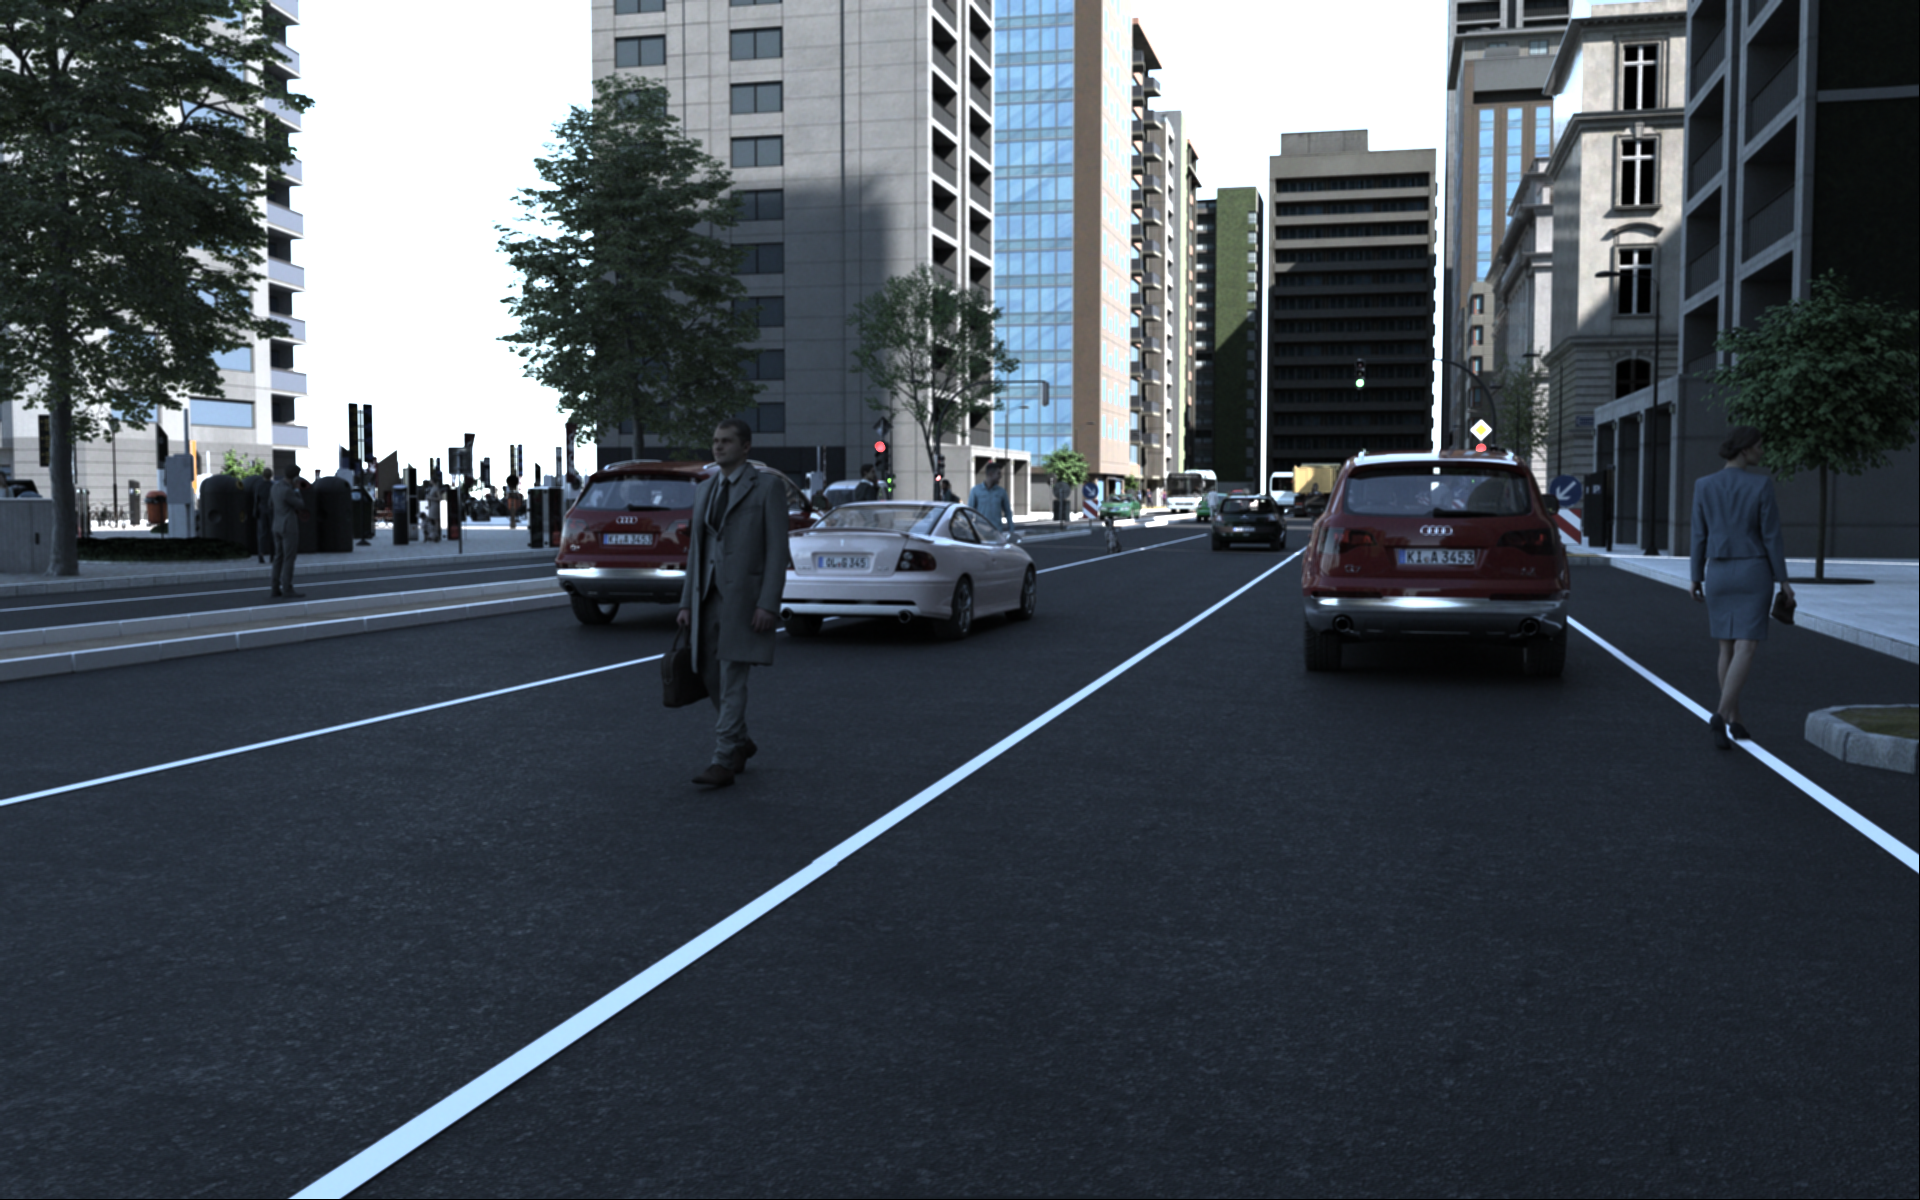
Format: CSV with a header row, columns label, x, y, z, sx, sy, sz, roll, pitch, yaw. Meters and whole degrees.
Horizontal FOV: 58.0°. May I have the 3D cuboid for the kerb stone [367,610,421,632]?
label,x,y,z,sx,sy,sz,roll,pitch,yaw
kerb stone,-6.081,0.233,18.414,0.120,0.150,1.000,1,4,14

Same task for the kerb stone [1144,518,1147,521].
label,x,y,z,sx,sy,sz,roll,pitch,yaw
kerb stone,9.488,-4.154,90.106,0.120,0.150,1.000,1,4,14

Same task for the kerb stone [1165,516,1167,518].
label,x,y,z,sx,sy,sz,roll,pitch,yaw
kerb stone,11.457,-4.642,98.084,0.120,0.150,1.000,1,4,14

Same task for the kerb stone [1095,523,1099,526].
label,x,y,z,sx,sy,sz,roll,pitch,yaw
kerb stone,5.787,-3.240,75.170,0.120,0.150,1.000,1,4,14

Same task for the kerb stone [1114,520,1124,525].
label,x,y,z,sx,sy,sz,roll,pitch,yaw
kerb stone,7.519,-3.666,82.142,0.120,0.150,1.000,1,4,14

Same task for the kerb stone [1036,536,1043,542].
label,x,y,z,sx,sy,sz,roll,pitch,yaw
kerb stone,2.269,-1.835,52.209,0.120,0.150,1.000,1,4,14

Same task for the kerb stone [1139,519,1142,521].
label,x,y,z,sx,sy,sz,roll,pitch,yaw
kerb stone,8.990,-4.032,88.123,0.120,0.150,1.000,1,4,14

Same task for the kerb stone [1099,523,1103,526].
label,x,y,z,sx,sy,sz,roll,pitch,yaw
kerb stone,6.042,-3.301,76.160,0.120,0.150,1.000,1,4,14

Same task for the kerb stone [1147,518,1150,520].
label,x,y,z,sx,sy,sz,roll,pitch,yaw
kerb stone,9.724,-4.212,91.101,0.120,0.150,1.000,1,4,14

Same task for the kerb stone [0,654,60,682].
label,x,y,z,sx,sy,sz,roll,pitch,yaw
kerb stone,-7.309,0.536,13.434,0.120,0.150,1.000,1,4,14

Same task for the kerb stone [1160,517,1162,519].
label,x,y,z,sx,sy,sz,roll,pitch,yaw
kerb stone,10.959,-4.518,96.089,0.120,0.150,1.000,1,4,14

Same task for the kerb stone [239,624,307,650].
label,x,y,z,sx,sy,sz,roll,pitch,yaw
kerb stone,-6.567,0.353,16.416,0.120,0.150,1.000,1,4,14

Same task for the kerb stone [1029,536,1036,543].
label,x,y,z,sx,sy,sz,roll,pitch,yaw
kerb stone,2.029,-1.772,51.216,0.120,0.150,1.000,1,4,14

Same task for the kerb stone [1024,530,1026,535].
label,x,y,z,sx,sy,sz,roll,pitch,yaw
kerb stone,2.209,-2.355,60.697,0.120,0.150,1.000,1,4,14

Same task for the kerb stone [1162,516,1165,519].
label,x,y,z,sx,sy,sz,roll,pitch,yaw
kerb stone,11.204,-4.580,97.082,0.120,0.150,1.000,1,4,14

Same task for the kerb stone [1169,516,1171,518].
label,x,y,z,sx,sy,sz,roll,pitch,yaw
kerb stone,11.949,-4.763,100.075,0.120,0.150,1.000,1,4,14

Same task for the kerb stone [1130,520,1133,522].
label,x,y,z,sx,sy,sz,roll,pitch,yaw
kerb stone,8.251,-3.849,85.133,0.120,0.150,1.000,1,4,14

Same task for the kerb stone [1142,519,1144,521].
label,x,y,z,sx,sy,sz,roll,pitch,yaw
kerb stone,9.232,-4.093,89.116,0.120,0.150,1.000,1,4,14

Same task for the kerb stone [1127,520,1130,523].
label,x,y,z,sx,sy,sz,roll,pitch,yaw
kerb stone,8.009,-3.788,84.140,0.120,0.150,1.000,1,4,14

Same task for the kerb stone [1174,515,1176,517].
label,x,y,z,sx,sy,sz,roll,pitch,yaw
kerb stone,12.442,-4.885,102.065,0.120,0.150,1.000,1,4,14

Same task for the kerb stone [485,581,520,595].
label,x,y,z,sx,sy,sz,roll,pitch,yaw
kerb stone,-6.648,-0.163,24.867,0.120,0.150,1.000,1,4,14

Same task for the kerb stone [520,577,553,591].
label,x,y,z,sx,sy,sz,roll,pitch,yaw
kerb stone,-6.400,-0.222,25.858,0.120,0.150,1.000,1,4,14

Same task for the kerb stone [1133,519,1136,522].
label,x,y,z,sx,sy,sz,roll,pitch,yaw
kerb stone,8.506,-3.910,86.130,0.120,0.150,1.000,1,4,14

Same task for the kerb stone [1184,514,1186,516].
label,x,y,z,sx,sy,sz,roll,pitch,yaw
kerb stone,13.665,-5.183,107.040,0.120,0.150,1.000,1,4,14

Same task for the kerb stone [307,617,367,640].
label,x,y,z,sx,sy,sz,roll,pitch,yaw
kerb stone,-6.330,0.293,17.412,0.120,0.150,1.000,1,4,14

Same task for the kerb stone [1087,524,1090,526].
label,x,y,z,sx,sy,sz,roll,pitch,yaw
kerb stone,5.300,-3.118,73.180,0.120,0.150,1.000,1,4,14

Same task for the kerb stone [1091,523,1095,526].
label,x,y,z,sx,sy,sz,roll,pitch,yaw
kerb stone,5.539,-3.174,74.174,0.120,0.150,1.000,1,4,14

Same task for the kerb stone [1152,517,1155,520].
label,x,y,z,sx,sy,sz,roll,pitch,yaw
kerb stone,10.224,-4.337,93.107,0.120,0.150,1.000,1,4,14

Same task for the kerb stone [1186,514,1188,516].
label,x,y,z,sx,sy,sz,roll,pitch,yaw
kerb stone,13.919,-5.250,108.030,0.120,0.150,1.000,1,4,14

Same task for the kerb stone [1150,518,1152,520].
label,x,y,z,sx,sy,sz,roll,pitch,yaw
kerb stone,9.974,-4.275,92.107,0.120,0.150,1.000,1,4,14

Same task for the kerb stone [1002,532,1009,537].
label,x,y,z,sx,sy,sz,roll,pitch,yaw
kerb stone,1.467,-2.167,57.705,0.120,0.150,1.000,1,4,14

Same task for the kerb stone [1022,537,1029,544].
label,x,y,z,sx,sy,sz,roll,pitch,yaw
kerb stone,1.782,-1.713,50.219,0.120,0.150,1.000,1,4,14

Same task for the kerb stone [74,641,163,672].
label,x,y,z,sx,sy,sz,roll,pitch,yaw
kerb stone,-7.058,0.475,14.424,0.120,0.150,1.000,1,4,14

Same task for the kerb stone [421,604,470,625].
label,x,y,z,sx,sy,sz,roll,pitch,yaw
kerb stone,-5.837,0.172,19.406,0.120,0.150,1.000,1,4,14

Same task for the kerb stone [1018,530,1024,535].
label,x,y,z,sx,sy,sz,roll,pitch,yaw
kerb stone,1.961,-2.294,59.698,0.120,0.150,1.000,1,4,14

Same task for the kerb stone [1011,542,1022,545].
label,x,y,z,sx,sy,sz,roll,pitch,yaw
kerb stone,1.534,-1.653,49.227,0.120,0.150,1.000,1,4,14

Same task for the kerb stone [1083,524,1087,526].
label,x,y,z,sx,sy,sz,roll,pitch,yaw
kerb stone,5.051,-3.053,72.184,0.120,0.150,1.000,1,4,14

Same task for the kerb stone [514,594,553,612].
label,x,y,z,sx,sy,sz,roll,pitch,yaw
kerb stone,-5.343,0.049,21.390,0.120,0.150,1.000,1,4,14

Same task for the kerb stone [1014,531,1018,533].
label,x,y,z,sx,sy,sz,roll,pitch,yaw
kerb stone,1.714,-2.229,58.699,0.120,0.150,1.000,1,4,14

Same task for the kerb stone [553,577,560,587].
label,x,y,z,sx,sy,sz,roll,pitch,yaw
kerb stone,-6.159,-0.285,26.854,0.120,0.150,1.000,1,4,14

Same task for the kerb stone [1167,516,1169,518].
label,x,y,z,sx,sy,sz,roll,pitch,yaw
kerb stone,11.706,-4.700,99.078,0.120,0.150,1.000,1,4,14

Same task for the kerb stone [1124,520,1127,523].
label,x,y,z,sx,sy,sz,roll,pitch,yaw
kerb stone,7.768,-3.727,83.136,0.120,0.150,1.000,1,4,14

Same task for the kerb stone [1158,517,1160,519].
label,x,y,z,sx,sy,sz,roll,pitch,yaw
kerb stone,10.715,-4.459,95.095,0.120,0.150,1.000,1,4,14

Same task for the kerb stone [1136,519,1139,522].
label,x,y,z,sx,sy,sz,roll,pitch,yaw
kerb stone,8.741,-3.971,87.125,0.120,0.150,1.000,1,4,14

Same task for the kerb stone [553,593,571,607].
label,x,y,z,sx,sy,sz,roll,pitch,yaw
kerb stone,-5.099,-0.011,22.383,0.120,0.150,1.000,1,4,14

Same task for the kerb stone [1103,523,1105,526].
label,x,y,z,sx,sy,sz,roll,pitch,yaw
kerb stone,6.282,-3.356,77.167,0.120,0.150,1.000,1,4,14

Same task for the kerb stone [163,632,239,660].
label,x,y,z,sx,sy,sz,roll,pitch,yaw
kerb stone,-6.820,0.415,15.418,0.120,0.150,1.000,1,4,14

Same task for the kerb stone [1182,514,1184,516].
label,x,y,z,sx,sy,sz,roll,pitch,yaw
kerb stone,13.421,-5.126,106.047,0.120,0.150,1.000,1,4,14

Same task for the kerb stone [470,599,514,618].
label,x,y,z,sx,sy,sz,roll,pitch,yaw
kerb stone,-5.588,0.110,20.397,0.120,0.150,1.000,1,4,14

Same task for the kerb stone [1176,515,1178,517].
label,x,y,z,sx,sy,sz,roll,pitch,yaw
kerb stone,12.686,-4.946,103.058,0.120,0.150,1.000,1,4,14

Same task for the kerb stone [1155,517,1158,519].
label,x,y,z,sx,sy,sz,roll,pitch,yaw
kerb stone,10.481,-4.398,94.099,0.120,0.150,1.000,1,4,14
